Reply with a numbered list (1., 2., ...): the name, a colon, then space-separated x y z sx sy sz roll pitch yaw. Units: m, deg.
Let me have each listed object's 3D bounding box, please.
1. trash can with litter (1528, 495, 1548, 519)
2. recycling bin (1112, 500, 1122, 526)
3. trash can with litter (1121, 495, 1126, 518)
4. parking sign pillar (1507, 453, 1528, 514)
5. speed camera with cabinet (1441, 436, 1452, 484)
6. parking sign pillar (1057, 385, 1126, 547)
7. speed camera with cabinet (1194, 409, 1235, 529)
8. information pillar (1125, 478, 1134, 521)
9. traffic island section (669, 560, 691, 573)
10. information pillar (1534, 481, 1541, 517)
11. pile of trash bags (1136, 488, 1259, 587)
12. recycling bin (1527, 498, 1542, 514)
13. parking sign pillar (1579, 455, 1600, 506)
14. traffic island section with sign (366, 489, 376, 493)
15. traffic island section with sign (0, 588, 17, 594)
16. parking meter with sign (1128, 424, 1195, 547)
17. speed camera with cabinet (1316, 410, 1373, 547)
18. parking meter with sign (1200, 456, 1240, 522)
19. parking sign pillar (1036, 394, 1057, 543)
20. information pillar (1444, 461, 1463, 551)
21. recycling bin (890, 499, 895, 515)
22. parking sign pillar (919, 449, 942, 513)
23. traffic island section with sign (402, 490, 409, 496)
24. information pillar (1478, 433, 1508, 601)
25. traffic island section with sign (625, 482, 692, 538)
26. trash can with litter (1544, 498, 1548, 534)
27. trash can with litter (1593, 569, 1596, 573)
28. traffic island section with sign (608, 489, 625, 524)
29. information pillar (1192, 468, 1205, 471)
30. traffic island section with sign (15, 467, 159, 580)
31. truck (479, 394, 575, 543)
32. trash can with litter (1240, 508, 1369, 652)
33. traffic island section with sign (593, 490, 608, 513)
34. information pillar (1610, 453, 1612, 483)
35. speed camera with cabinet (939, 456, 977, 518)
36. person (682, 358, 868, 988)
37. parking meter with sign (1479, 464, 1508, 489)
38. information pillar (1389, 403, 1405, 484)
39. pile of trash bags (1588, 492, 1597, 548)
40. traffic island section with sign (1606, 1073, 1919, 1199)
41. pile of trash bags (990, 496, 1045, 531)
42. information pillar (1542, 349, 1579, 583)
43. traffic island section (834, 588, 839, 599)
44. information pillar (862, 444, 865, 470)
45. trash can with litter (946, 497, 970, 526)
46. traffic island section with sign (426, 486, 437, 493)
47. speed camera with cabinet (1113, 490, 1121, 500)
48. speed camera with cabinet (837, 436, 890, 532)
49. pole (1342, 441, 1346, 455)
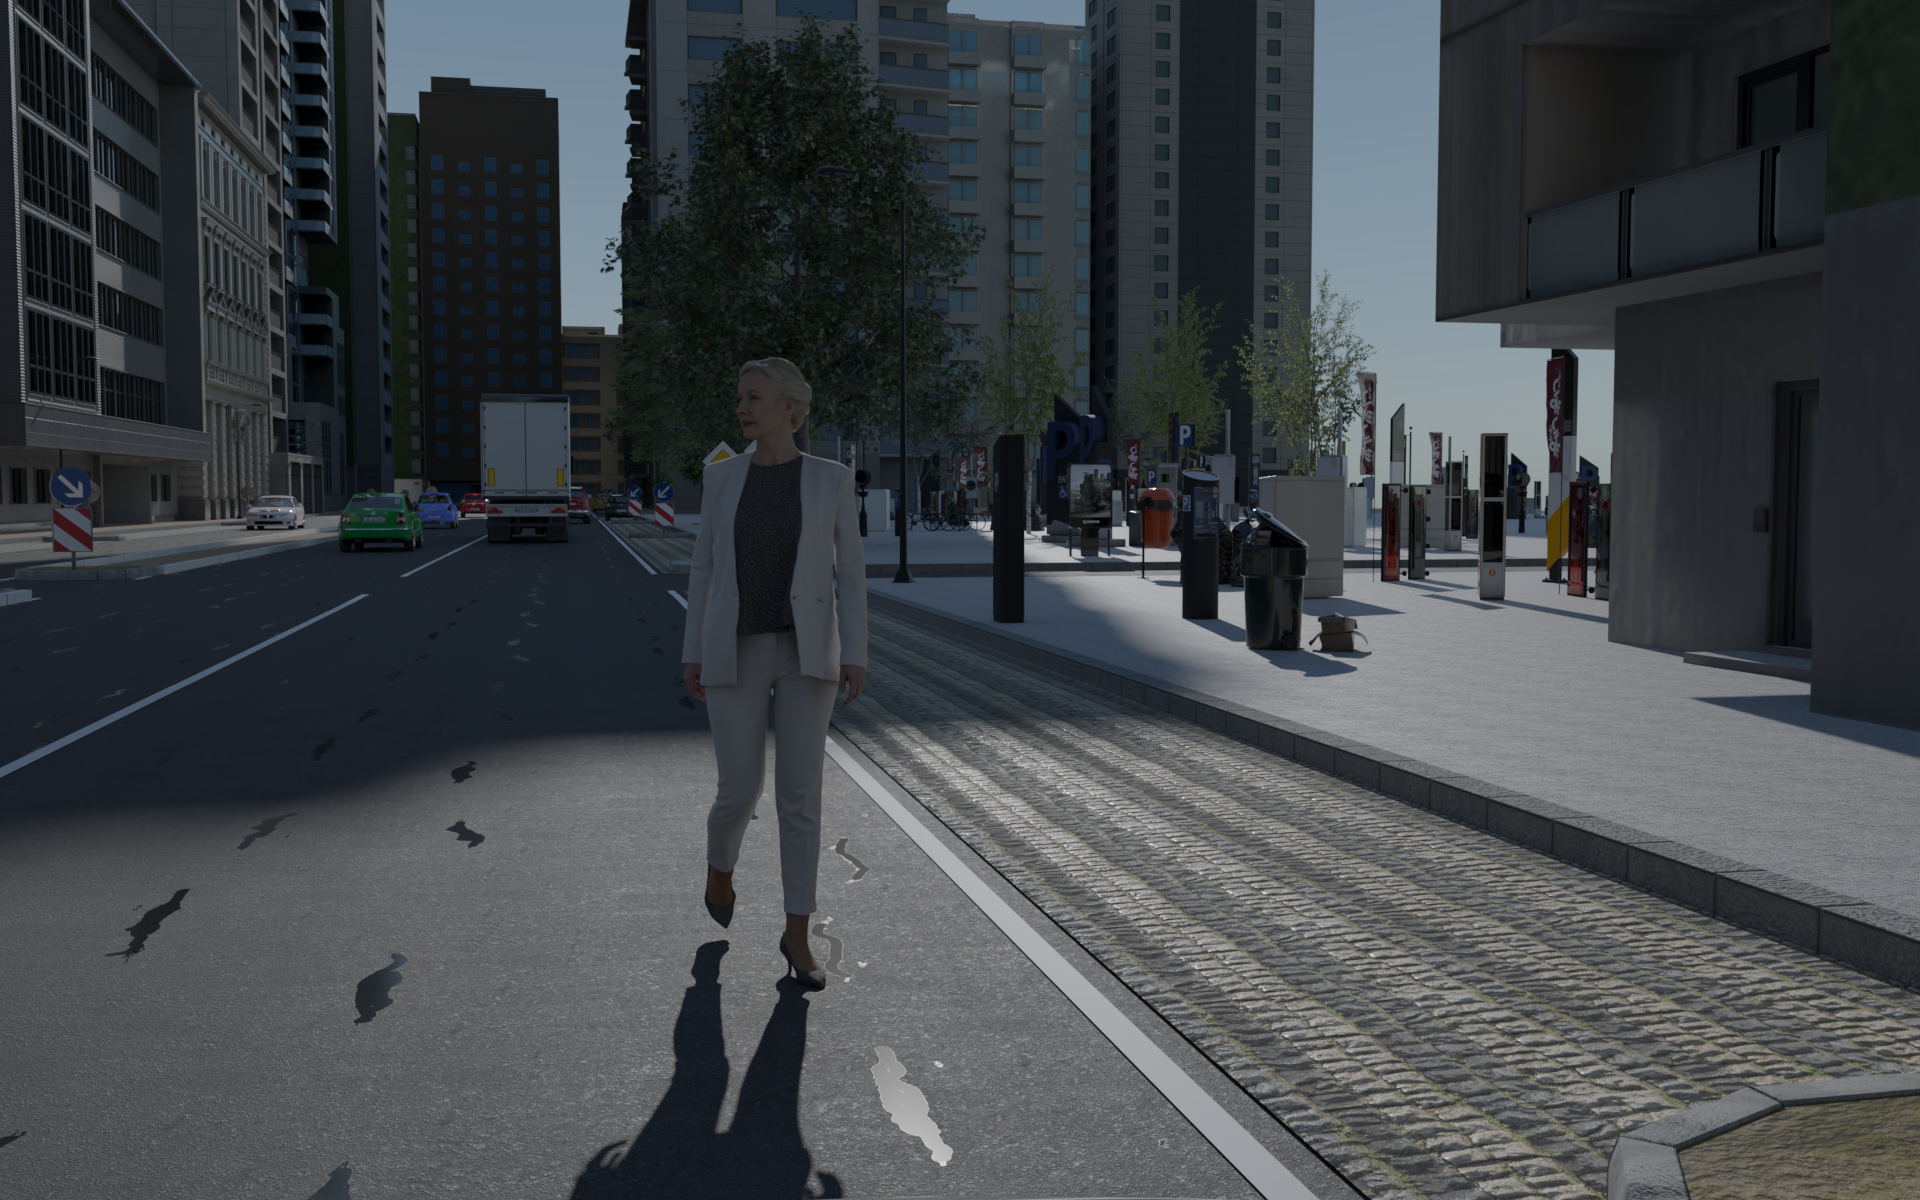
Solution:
1. trash can with litter: 30.846 -4.894 91.070 1.678 1.210 2.233 -2 4 -29
2. recycling bin: 6.082 -3.476 69.379 0.722 1.027 0.722 0 4 -8
3. trash can with litter: 9.270 -5.029 93.283 2.233 1.210 1.678 1 4 9
4. parking sign pillar: 36.191 -7.584 112.476 1.447 3.967 1.447 -2 4 -30
5. speed camera with cabinet: 16.312 -4.008 59.860 0.660 3.252 2.038 -1 4 -23
6. parking sign pillar: 3.343 -3.296 42.359 1.447 3.967 1.447 -1 4 -13
7. speed camera with cabinet: 6.006 -2.869 41.242 0.660 3.252 2.038 0 4 -6
8. information pillar: 7.843 -4.619 80.020 0.304 2.012 0.304 2 4 30
9. traffic island section: -4.398 -0.621 32.440 2.009 0.180 2.903 -1 4 -13
10. information pillar: 32.344 -5.658 97.005 0.304 2.012 0.304 0 4 -3
11. pile of trash bags: 3.795 -0.950 25.279 1.912 1.369 3.447 -3 4 -36
12. recycling bin: 37.864 -6.221 114.271 0.722 1.027 0.722 -2 4 -30
13. parking sign pillar: 43.414 -8.014 119.500 1.447 3.967 1.447 0 4 5
14. traffic island section with sign: -43.507 -7.303 128.037 1.989 1.847 2.006 -1 4 -13
15. traffic island section with sign: -13.445 -0.878 22.487 2.006 1.907 1.989 -1 4 -13
16. parking meter with sign: 4.949 -2.841 42.706 1.738 3.016 0.543 -2 4 -34
17. speed camera with cabinet: 9.169 -2.890 41.586 0.660 3.252 2.038 2 4 32
18. parking meter with sign: 11.840 -5.054 78.897 1.738 3.016 0.543 0 4 -6
19. parking sign pillar: 2.891 -3.523 46.075 1.447 3.967 1.447 -3 5 -40
20. information pillar: 11.066 -2.100 38.830 0.304 2.012 0.304 0 4 -6
21. recycling bin: -3.854 -5.151 96.768 0.722 1.027 0.722 1 4 13
22. parking sign pillar: -1.734 -7.006 103.016 1.447 3.967 1.447 1 4 19
23. traffic island section with sign: -49.385 -8.912 154.346 1.989 1.847 2.006 -1 4 -13
24. information pillar: 6.448 -1.008 20.968 0.304 2.012 0.304 1 4 13
25. traffic island section with sign: -9.848 -2.943 56.749 1.989 1.847 2.006 -1 4 -13
26. trash can with litter: 19.203 -2.683 55.250 1.055 1.170 0.624 2 4 33
27. trash can with litter: 10.276 -0.918 26.397 1.055 1.170 0.624 0 4 0
28. traffic island section with sign: -15.731 -4.552 83.057 1.989 1.847 2.006 -1 4 -13
29. information pillar: 6.816 -2.761 49.626 0.304 2.012 0.304 0 4 -6
30. traffic island section with sign: -15.053 -1.320 29.718 2.006 1.907 1.989 -1 4 -13
31. truck: -13.488 -3.996 54.246 2.839 4.237 11.283 -1 4 -13
32. trash can with litter: 2.845 -0.180 14.332 1.055 1.170 0.624 1 4 14
33. traffic island section with sign: -32.524 -9.139 158.052 1.989 1.847 2.006 -1 4 -13
34. information pillar: 31.328 -5.597 82.868 0.183 3.616 0.504 -2 4 -25
35. speed camera with cabinet: -0.108 -5.908 90.938 2.038 3.252 0.660 0 4 1
36. person: -0.586 0.187 5.322 0.514 1.842 0.818 -1 4 -20
37. parking meter with sign: 24.919 -5.232 81.798 1.738 3.016 0.543 2 4 34
38. information pillar: 11.253 -3.256 44.588 0.504 3.616 0.183 -3 4 -37
39. pile of trash bags: 16.008 -2.019 42.758 1.912 1.369 3.447 1 4 12
40. traffic island section with sign: 2.226 0.357 2.798 1.989 1.847 2.006 -1 4 -13
41. pile of trash bags: 2.664 -3.148 61.230 3.447 1.369 1.912 1 4 12
42. information pillar: 8.645 -2.050 24.875 0.183 3.616 0.504 -1 4 -23
43. traffic island section: -2.653 -0.145 24.647 2.009 0.180 2.903 -1 4 -13
44. information pillar: -3.751 -4.650 67.377 0.183 3.616 0.504 0 4 -5
45. trash can with litter: -0.034 -3.608 70.374 1.055 1.170 0.624 2 4 31
46. traffic island section with sign: -31.478 -5.805 103.046 2.006 1.907 1.989 -1 4 -13
47. speed camera with cabinet: 6.249 -5.120 78.045 2.038 3.252 0.660 -2 4 -23
48. speed camera with cabinet: -3.459 -3.989 59.549 2.038 3.252 0.660 1 4 12
49. pole: 14.656 -4.428 66.240 0.158 3.312 0.155 0 3 0
